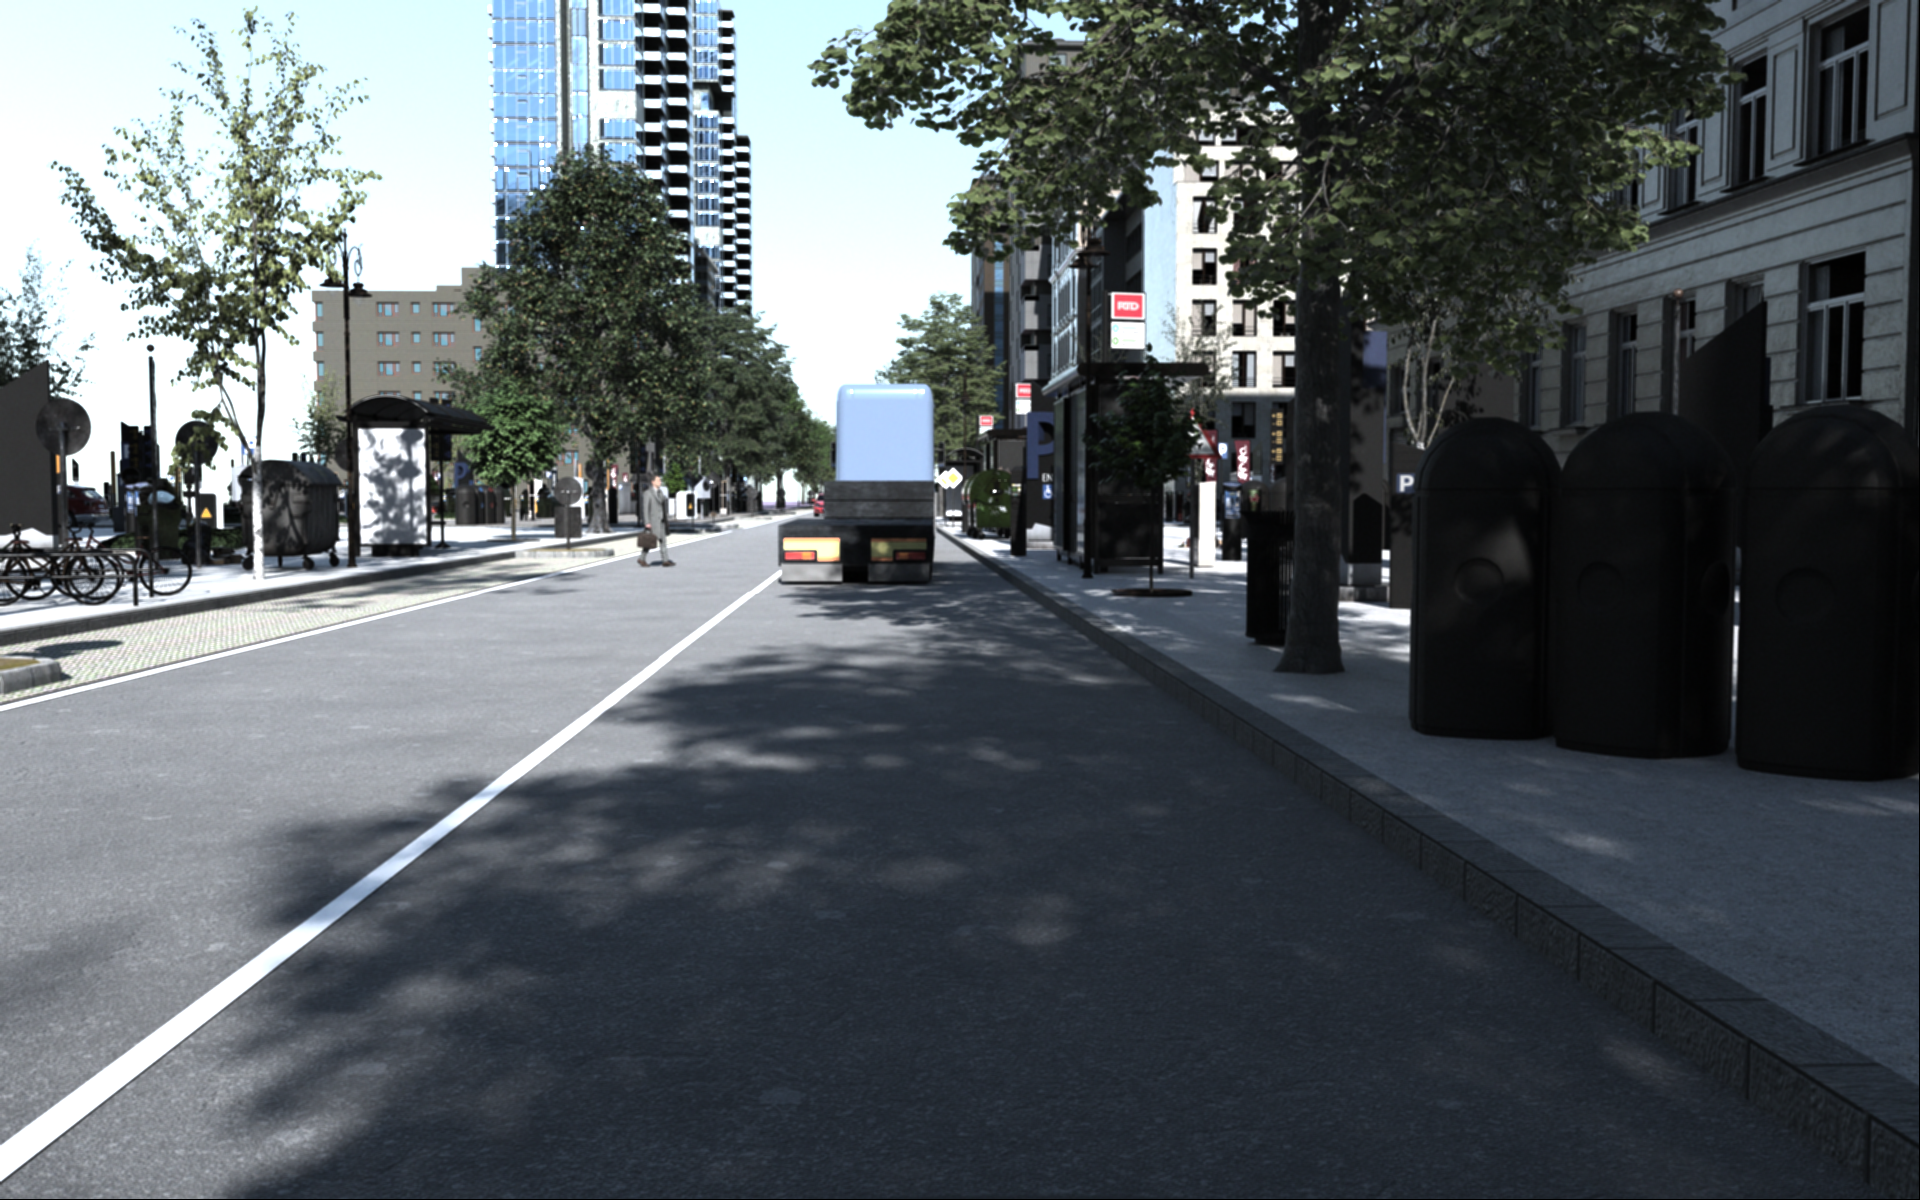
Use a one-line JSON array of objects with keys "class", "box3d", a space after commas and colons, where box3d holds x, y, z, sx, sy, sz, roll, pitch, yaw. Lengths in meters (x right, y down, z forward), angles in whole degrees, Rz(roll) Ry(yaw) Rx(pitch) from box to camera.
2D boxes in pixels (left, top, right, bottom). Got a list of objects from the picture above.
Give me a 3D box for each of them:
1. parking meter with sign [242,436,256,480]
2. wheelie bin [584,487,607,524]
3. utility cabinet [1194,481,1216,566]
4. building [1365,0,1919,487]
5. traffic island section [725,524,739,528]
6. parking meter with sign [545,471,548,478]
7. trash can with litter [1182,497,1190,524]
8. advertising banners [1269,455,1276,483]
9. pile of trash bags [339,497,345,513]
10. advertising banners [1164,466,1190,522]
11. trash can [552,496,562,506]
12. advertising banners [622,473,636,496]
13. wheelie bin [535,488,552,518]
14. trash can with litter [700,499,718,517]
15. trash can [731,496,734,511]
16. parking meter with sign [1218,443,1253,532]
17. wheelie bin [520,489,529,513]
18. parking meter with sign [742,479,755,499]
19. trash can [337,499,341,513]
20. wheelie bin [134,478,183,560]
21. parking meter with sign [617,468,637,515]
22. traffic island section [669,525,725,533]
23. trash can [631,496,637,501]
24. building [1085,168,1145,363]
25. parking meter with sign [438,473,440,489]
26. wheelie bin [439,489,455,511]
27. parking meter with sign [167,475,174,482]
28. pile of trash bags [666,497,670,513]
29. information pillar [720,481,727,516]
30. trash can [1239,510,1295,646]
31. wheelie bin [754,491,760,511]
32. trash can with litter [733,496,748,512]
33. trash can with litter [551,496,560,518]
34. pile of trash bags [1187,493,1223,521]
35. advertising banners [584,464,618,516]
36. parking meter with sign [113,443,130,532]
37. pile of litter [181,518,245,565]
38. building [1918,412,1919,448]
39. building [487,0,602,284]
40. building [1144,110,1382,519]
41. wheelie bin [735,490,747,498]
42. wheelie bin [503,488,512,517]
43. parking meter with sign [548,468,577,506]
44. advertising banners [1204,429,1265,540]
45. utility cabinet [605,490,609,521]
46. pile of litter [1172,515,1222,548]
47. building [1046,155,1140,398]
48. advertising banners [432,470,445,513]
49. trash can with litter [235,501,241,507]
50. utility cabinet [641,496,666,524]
[{"class": "parking meter with sign", "box3d": [-21.623, -3.487, 53.276, 0.543, 3.016, 1.738, -1, 4, -13]}, {"class": "wheelie bin", "box3d": [-15.792, -4.115, 75.192, 0.980, 1.594, 0.693, -2, 4, -24]}, {"class": "utility cabinet", "box3d": [4.307, -1.350, 30.757, 0.318, 1.500, 1.173, 0, 4, 1]}, {"class": "building", "box3d": [21.020, -12.666, 40.367, 16.112, 22.955, 30.059, 0, 4, -3]}, {"class": "traffic island section", "box3d": [-10.471, -3.132, 73.482, 2.009, 0.180, 2.903, 0, 4, -3]}, {"class": "parking meter with sign", "box3d": [-30.837, -8.308, 132.101, 1.738, 3.016, 0.543, 3, 4, 37]}, {"class": "trash can with litter", "box3d": [10.034, -3.844, 74.236, 1.055, 1.170, 0.624, 2, 4, 32]}, {"class": "advertising banners", "box3d": [9.830, -3.635, 55.622, 2.074, 3.025, 0.090, 1, 4, 17]}, {"class": "pile of trash bags", "box3d": [-44.493, -6.784, 120.670, 3.447, 1.369, 1.912, -1, 4, -8]}, {"class": "advertising banners", "box3d": [10.186, -5.151, 80.404, 2.074, 3.025, 0.090, -3, 5, -44]}, {"class": "trash can", "box3d": [-24.057, -5.603, 103.257, 0.748, 1.137, 0.748, 0, 3, 0]}, {"class": "advertising banners", "box3d": [-26.518, -8.845, 140.809, 2.074, 3.025, 0.090, 1, 4, 17]}, {"class": "wheelie bin", "box3d": [-22.188, -5.175, 92.516, 0.693, 1.594, 0.980, 2, 4, 32]}, {"class": "trash can with litter", "box3d": [-14.285, -5.329, 98.517, 1.055, 1.170, 0.624, 0, 4, -5]}, {"class": "trash can", "box3d": [-15.031, -6.161, 112.388, 0.748, 1.137, 0.748, 0, 3, 0]}, {"class": "parking meter with sign", "box3d": [9.485, -3.803, 58.437, 0.543, 3.016, 1.738, -3, 5, -44]}, {"class": "wheelie bin", "box3d": [-28.279, -6.422, 112.905, 0.693, 1.594, 0.980, 0, 4, 4]}, {"class": "parking meter with sign", "box3d": [-18.204, -9.262, 147.691, 1.738, 3.016, 0.543, -2, 4, -30]}, {"class": "trash can", "box3d": [-48.136, -7.403, 132.687, 0.748, 1.137, 0.748, 0, 3, 0]}, {"class": "wheelie bin", "box3d": [-15.667, -1.589, 33.884, 0.980, 1.594, 0.693, 2, 4, 33]}, {"class": "parking meter with sign", "box3d": [-21.035, -6.880, 108.757, 0.543, 3.016, 1.738, 3, 4, 37]}, {"class": "traffic island section", "box3d": [-10.120, -2.644, 65.505, 2.009, 0.180, 2.903, 0, 4, -3]}, {"class": "trash can", "box3d": [-22.783, -6.666, 120.642, 0.748, 1.137, 0.748, 0, 3, 0]}, {"class": "building", "box3d": [16.982, -18.078, 114.645, 14.314, 24.678, 30.058, 0, 4, -3]}, {"class": "parking meter with sign", "box3d": [-42.710, -8.891, 141.630, 0.543, 3.016, 1.738, -1, 4, -10]}, {"class": "wheelie bin", "box3d": [-29.007, -5.568, 98.943, 0.980, 1.594, 0.693, -2, 4, -34]}, {"class": "parking meter with sign", "box3d": [-65.490, -9.013, 143.624, 0.543, 3.016, 1.738, -2, 4, -27]}, {"class": "pile of trash bags", "box3d": [-20.341, -6.520, 116.350, 1.912, 1.369, 3.447, -2, 4, -26]}, {"class": "information pillar", "box3d": [-13.621, -5.820, 99.645, 0.304, 2.012, 0.304, -3, 5, -45]}, {"class": "trash can", "box3d": [2.758, -0.193, 14.817, 0.748, 1.137, 0.748, 0, 3, 0]}, {"class": "wheelie bin", "box3d": [-15.504, -7.609, 132.319, 0.693, 1.594, 0.980, 0, 4, 5]}, {"class": "trash can with litter", "box3d": [-15.862, -6.998, 125.802, 1.055, 1.170, 0.624, 2, 4, 30]}, {"class": "trash can with litter", "box3d": [-22.157, -5.102, 94.802, 0.624, 1.170, 1.055, 0, 4, -5]}, {"class": "pile of trash bags", "box3d": [12.458, -4.517, 83.609, 3.447, 1.369, 1.912, 3, 4, 38]}, {"class": "advertising banners", "box3d": [-21.224, -6.496, 102.392, 2.074, 3.025, 0.090, 0, 4, 2]}, {"class": "parking meter with sign", "box3d": [-28.409, -3.833, 58.938, 0.543, 3.016, 1.738, -1, 4, -12]}, {"class": "pile of litter", "box3d": [-13.800, -1.106, 32.044, 1.176, 0.858, 1.719, 0, 4, 2]}, {"class": "building", "box3d": [37.705, -16.713, 91.279, 19.932, 24.808, 12.078, 0, 4, -3]}, {"class": "building", "box3d": [-39.818, -53.659, 190.003, 22.319, 86.520, 31.000, 0, 4, -3]}, {"class": "building", "box3d": [18.702, -14.391, 90.042, 16.860, 20.320, 10.420, 0, 4, -3]}, {"class": "wheelie bin", "box3d": [-17.953, -8.200, 141.982, 0.980, 1.594, 0.693, 0, 4, -8]}, {"class": "wheelie bin", "box3d": [-25.713, -5.480, 97.504, 0.693, 1.594, 0.980, 3, 5, 43]}, {"class": "parking meter with sign", "box3d": [-26.952, -7.441, 117.928, 1.738, 3.016, 0.543, 0, 4, -6]}, {"class": "advertising banners", "box3d": [7.293, -3.066, 46.318, 0.090, 3.025, 2.074, -3, 5, -44]}, {"class": "utility cabinet", "box3d": [-16.672, -4.462, 81.633, 0.318, 1.500, 1.173, 0, 4, -8]}, {"class": "pile of litter", "box3d": [5.872, -1.693, 41.650, 1.176, 0.858, 1.719, -2, 4, -27]}, {"class": "building", "box3d": [14.505, -21.631, 139.576, 13.634, 28.700, 20.117, 0, 4, -3]}, {"class": "advertising banners", "box3d": [-37.924, -8.029, 127.462, 2.074, 3.025, 0.090, 1, 4, 17]}, {"class": "trash can with litter", "box3d": [-49.765, -6.659, 119.924, 2.233, 1.210, 1.678, 1, 4, 14]}, {"class": "utility cabinet", "box3d": [-12.940, -3.793, 73.185, 1.020, 1.237, 0.306, 0, 4, -4]}]
